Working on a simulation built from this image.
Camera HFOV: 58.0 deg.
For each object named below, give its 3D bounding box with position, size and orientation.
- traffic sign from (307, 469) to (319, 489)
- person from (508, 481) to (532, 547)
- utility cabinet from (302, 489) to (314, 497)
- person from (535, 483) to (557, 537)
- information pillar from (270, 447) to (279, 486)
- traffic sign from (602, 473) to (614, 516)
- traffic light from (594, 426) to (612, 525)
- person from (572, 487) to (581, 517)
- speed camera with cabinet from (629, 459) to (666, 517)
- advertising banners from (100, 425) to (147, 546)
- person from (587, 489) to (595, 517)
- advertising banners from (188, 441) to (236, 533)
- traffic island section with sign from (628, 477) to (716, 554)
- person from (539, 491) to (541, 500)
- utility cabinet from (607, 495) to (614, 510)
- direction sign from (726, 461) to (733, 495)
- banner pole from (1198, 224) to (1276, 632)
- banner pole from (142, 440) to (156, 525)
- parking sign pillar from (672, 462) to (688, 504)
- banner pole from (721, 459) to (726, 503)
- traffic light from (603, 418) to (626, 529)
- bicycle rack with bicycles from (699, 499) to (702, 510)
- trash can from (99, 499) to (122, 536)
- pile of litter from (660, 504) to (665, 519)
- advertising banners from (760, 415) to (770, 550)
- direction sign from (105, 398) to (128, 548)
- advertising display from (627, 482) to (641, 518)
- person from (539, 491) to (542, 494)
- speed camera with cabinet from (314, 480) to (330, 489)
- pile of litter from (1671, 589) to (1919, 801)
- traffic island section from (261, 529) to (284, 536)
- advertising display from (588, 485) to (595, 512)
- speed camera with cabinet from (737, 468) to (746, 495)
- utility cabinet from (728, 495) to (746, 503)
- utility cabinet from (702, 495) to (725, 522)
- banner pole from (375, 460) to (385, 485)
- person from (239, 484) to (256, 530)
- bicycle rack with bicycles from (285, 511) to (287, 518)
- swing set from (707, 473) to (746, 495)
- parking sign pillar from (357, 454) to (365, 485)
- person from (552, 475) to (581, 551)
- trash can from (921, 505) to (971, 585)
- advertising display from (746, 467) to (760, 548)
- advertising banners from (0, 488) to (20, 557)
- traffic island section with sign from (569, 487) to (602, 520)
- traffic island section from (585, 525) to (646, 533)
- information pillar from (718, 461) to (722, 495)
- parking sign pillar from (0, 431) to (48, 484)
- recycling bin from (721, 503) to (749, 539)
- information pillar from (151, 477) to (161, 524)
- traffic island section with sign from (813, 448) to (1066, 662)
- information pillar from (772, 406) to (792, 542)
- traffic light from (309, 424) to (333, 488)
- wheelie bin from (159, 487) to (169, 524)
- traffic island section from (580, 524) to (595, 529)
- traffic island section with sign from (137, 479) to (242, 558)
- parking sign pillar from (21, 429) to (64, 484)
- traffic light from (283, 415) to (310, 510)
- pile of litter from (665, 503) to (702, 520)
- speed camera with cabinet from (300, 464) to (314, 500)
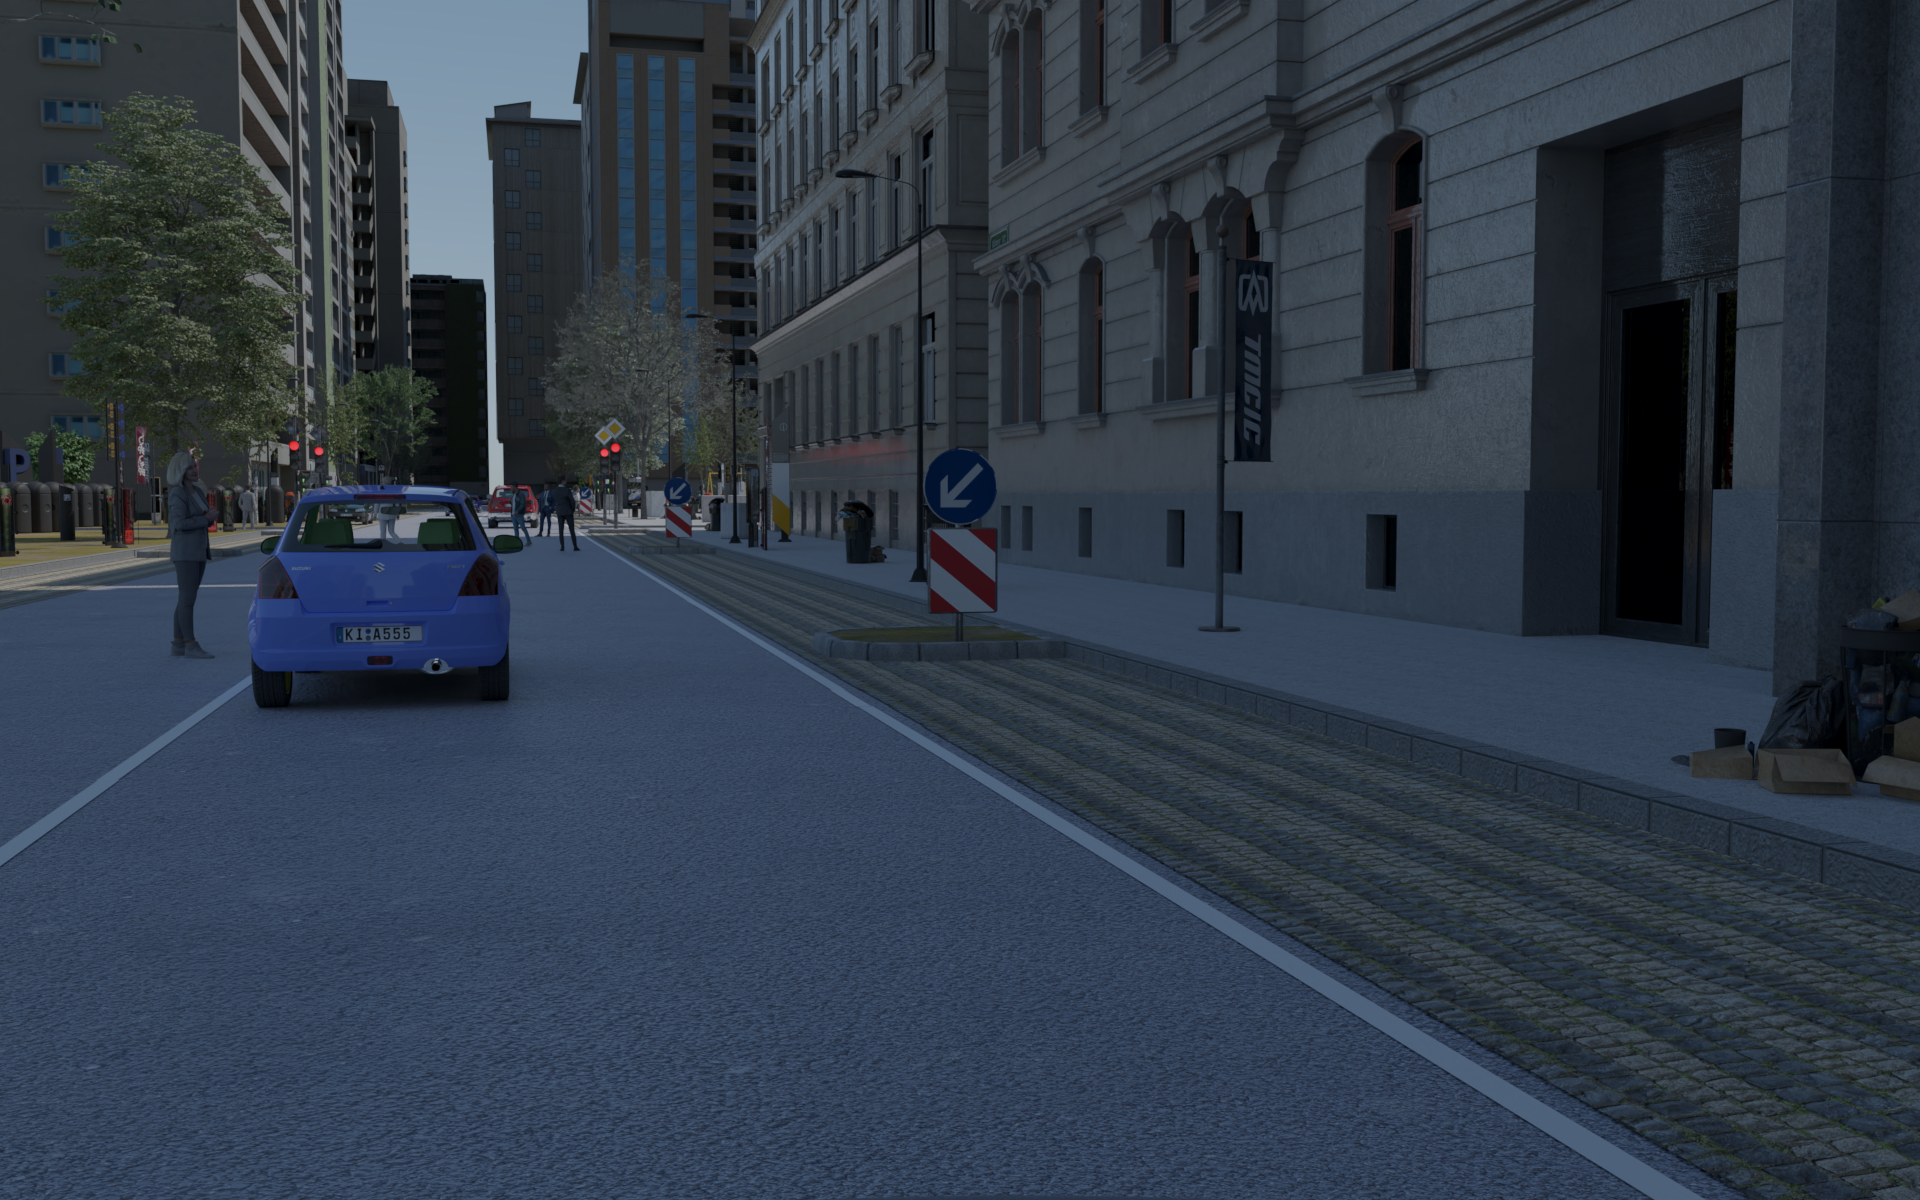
[{"bbox_3d":[-31.496,-5.182,84.729,0.884,2.594,0.081,-1,4,-8],"label":"traffic sign"},{"bbox_3d":[-12.054,-2.348,47.236,0.623,1.781,0.721,2,4,32],"label":"person"},{"bbox_3d":[-31.244,-4.561,83.246,0.318,1.500,1.173,-3,5,-43],"label":"utility cabinet"},{"bbox_3d":[-13.934,-3.034,58.292,0.721,1.800,0.419,1,4,9],"label":"person"},{"bbox_3d":[-34.418,-5.852,87.035,0.504,3.616,0.183,2,4,30],"label":"information pillar"},{"bbox_3d":[-20.695,-6.250,102.188,0.884,2.594,0.081,-1,4,-12],"label":"traffic sign"},{"bbox_3d":[-14.739,-5.064,71.715,0.839,4.253,0.868,-1,4,-14],"label":"traffic light"},{"bbox_3d":[-21.974,-5.534,99.075,0.850,1.850,0.679,2,4,27],"label":"person"},{"bbox_3d":[-17.558,-6.293,97.219,2.038,3.252,0.660,-3,5,-41],"label":"speed camera with cabinet"},{"bbox_3d":[-21.051,-2.906,43.701,0.090,3.025,2.074,0,4,5],"label":"advertising banners"},{"bbox_3d":[-20.925,-5.427,98.231,0.512,1.701,0.522,1,4,12],"label":"person"},{"bbox_3d":[-24.915,-3.758,57.627,0.090,3.025,2.074,1,4,20],"label":"advertising banners"},{"bbox_3d":[-6.984,-2.030,41.821,1.989,1.847,2.006,-1,4,-14],"label":"traffic island section with sign"},{"bbox_3d":[-43.636,-10.425,179.744,0.721,1.735,1.217,0,4,5],"label":"person"},{"bbox_3d":[-28.070,-7.815,138.930,1.020,1.237,0.306,0,4,-8],"label":"utility cabinet"},{"bbox_3d":[-15.460,-7.635,116.832,0.876,3.537,0.379,2,4,33],"label":"direction sign"},{"bbox_3d":[2.632,-1.607,16.295,0.863,3.779,0.401,-2,4,-32],"label":"banner pole"},{"bbox_3d":[-33.157,-4.945,70.862,0.863,3.779,0.401,2,4,23],"label":"banner pole"},{"bbox_3d":[-23.416,-9.569,144.927,1.447,3.967,1.447,2,4,24],"label":"parking sign pillar"},{"bbox_3d":[-16.726,-8.108,122.581,0.401,3.779,0.863,1,4,15],"label":"banner pole"},{"bbox_3d":[-12.751,-4.591,63.981,0.839,4.253,0.868,-1,4,-14],"label":"traffic light"},{"bbox_3d":[-20.658,-7.809,141.063,2.852,0.926,2.925,0,4,-3],"label":"bicycle rack with bicycles"},{"bbox_3d":[-25.642,-2.493,52.419,0.748,1.137,0.748,0,3,0],"label":"trash can"},{"bbox_3d":[-14.981,-4.658,90.122,1.176,0.858,1.719,-2,4,-28],"label":"pile of litter"},{"bbox_3d":[-4.456,-2.651,39.536,0.090,3.025,2.074,-1,4,-10],"label":"advertising banners"},{"bbox_3d":[-20.057,-3.010,41.205,0.379,3.537,0.876,0,4,-1],"label":"direction sign"},{"bbox_3d":[-17.745,-5.464,94.556,0.974,1.923,0.123,2,4,30],"label":"advertising display"},{"bbox_3d":[-46.205,-11.163,191.035,1.348,1.821,0.705,0,4,-8],"label":"person"},{"bbox_3d":[-40.041,-7.069,109.910,2.038,3.252,0.660,3,5,44],"label":"speed camera with cabinet"},{"bbox_3d":[4.000,0.392,7.556,1.176,0.858,1.719,-2,4,-24],"label":"pile of litter"},{"bbox_3d":[-23.502,-2.389,61.346,2.009,0.180,2.903,-1,4,-14],"label":"traffic island section"},{"bbox_3d":[-26.011,-7.157,122.230,0.123,1.923,0.974,-2,4,-33],"label":"advertising display"},{"bbox_3d":[-16.238,-8.358,130.996,0.660,3.252,2.038,2,4,33],"label":"speed camera with cabinet"},{"bbox_3d":[-11.874,-4.982,92.613,1.020,1.237,0.306,-2,4,-29],"label":"utility cabinet"},{"bbox_3d":[-11.186,-4.122,78.556,1.020,1.237,0.306,-1,4,-18],"label":"utility cabinet"},{"bbox_3d":[-41.975,-8.274,125.291,0.863,3.779,0.401,0,4,-8],"label":"banner pole"},{"bbox_3d":[-26.173,-3.355,63.632,0.678,1.792,0.850,0,4,-7],"label":"person"},{"bbox_3d":[-33.960,-4.313,83.893,2.925,0.926,2.852,0,4,8],"label":"bicycle rack with bicycles"},{"bbox_3d":[-16.966,-7.969,127.905,3.119,2.851,2.862,-1,4,-21],"label":"swing set"},{"bbox_3d":[-40.637,-7.890,117.470,1.447,3.967,1.447,-1,4,-22],"label":"parking sign pillar"},{"bbox_3d":[-9.950,-2.192,43.695,0.648,1.900,0.474,0,4,5],"label":"person"},{"bbox_3d":[-0.149,-0.715,23.339,0.748,1.137,0.748,0,3,0],"label":"trash can"},{"bbox_3d":[-4.997,-2.239,41.821,0.123,1.923,0.974,0,4,6],"label":"advertising display"},{"bbox_3d":[-19.543,-2.346,34.543,0.090,3.025,2.074,0,4,8],"label":"advertising banners"},{"bbox_3d":[-20.872,-5.334,95.838,1.989,1.847,2.006,-1,4,-14],"label":"traffic island section with sign"},{"bbox_3d":[-12.709,-2.558,64.105,2.009,0.180,2.903,-1,4,-14],"label":"traffic island section"},{"bbox_3d":[-17.216,-8.123,124.170,0.183,3.616,0.504,-2,4,-31],"label":"information pillar"},{"bbox_3d":[-40.437,-5.247,74.259,1.447,3.967,1.447,1,4,17],"label":"parking sign pillar"},{"bbox_3d":[-6.339,-2.256,49.439,0.722,1.027,0.722,3,4,37],"label":"recycling bin"},{"bbox_3d":[-35.052,-4.343,75.494,0.304,2.012,0.304,-3,5,-44],"label":"information pillar"},{"bbox_3d":[-0.283,-0.433,15.709,1.989,1.847,2.006,-1,4,-14],"label":"traffic island section with sign"},{"bbox_3d":[-4.766,-3.357,46.247,0.504,3.616,0.183,0,4,8],"label":"information pillar"},{"bbox_3d":[-25.450,-4.895,68.956,0.839,4.253,0.868,-1,4,-14],"label":"traffic light"},{"bbox_3d":[-34.103,-4.100,74.943,0.980,1.594,0.693,-2,4,-28],"label":"wheelie bin"},{"bbox_3d":[-14.698,-3.031,71.840,2.009,0.180,2.903,-1,4,-14],"label":"traffic island section"},{"bbox_3d":[-17.605,-1.899,39.673,1.989,1.847,2.006,-1,4,-14],"label":"traffic island section with sign"},{"bbox_3d":[-37.843,-5.115,72.107,1.447,3.967,1.447,3,4,37],"label":"parking sign pillar"},{"bbox_3d":[-23.461,-4.422,61.221,0.839,4.253,0.868,-1,4,-14],"label":"traffic light"},{"bbox_3d":[-13.534,-4.421,86.242,1.719,0.858,1.176,3,4,36],"label":"pile of litter"},{"bbox_3d":[-42.794,-7.248,112.847,0.660,3.252,2.038,3,4,38],"label":"speed camera with cabinet"}]
